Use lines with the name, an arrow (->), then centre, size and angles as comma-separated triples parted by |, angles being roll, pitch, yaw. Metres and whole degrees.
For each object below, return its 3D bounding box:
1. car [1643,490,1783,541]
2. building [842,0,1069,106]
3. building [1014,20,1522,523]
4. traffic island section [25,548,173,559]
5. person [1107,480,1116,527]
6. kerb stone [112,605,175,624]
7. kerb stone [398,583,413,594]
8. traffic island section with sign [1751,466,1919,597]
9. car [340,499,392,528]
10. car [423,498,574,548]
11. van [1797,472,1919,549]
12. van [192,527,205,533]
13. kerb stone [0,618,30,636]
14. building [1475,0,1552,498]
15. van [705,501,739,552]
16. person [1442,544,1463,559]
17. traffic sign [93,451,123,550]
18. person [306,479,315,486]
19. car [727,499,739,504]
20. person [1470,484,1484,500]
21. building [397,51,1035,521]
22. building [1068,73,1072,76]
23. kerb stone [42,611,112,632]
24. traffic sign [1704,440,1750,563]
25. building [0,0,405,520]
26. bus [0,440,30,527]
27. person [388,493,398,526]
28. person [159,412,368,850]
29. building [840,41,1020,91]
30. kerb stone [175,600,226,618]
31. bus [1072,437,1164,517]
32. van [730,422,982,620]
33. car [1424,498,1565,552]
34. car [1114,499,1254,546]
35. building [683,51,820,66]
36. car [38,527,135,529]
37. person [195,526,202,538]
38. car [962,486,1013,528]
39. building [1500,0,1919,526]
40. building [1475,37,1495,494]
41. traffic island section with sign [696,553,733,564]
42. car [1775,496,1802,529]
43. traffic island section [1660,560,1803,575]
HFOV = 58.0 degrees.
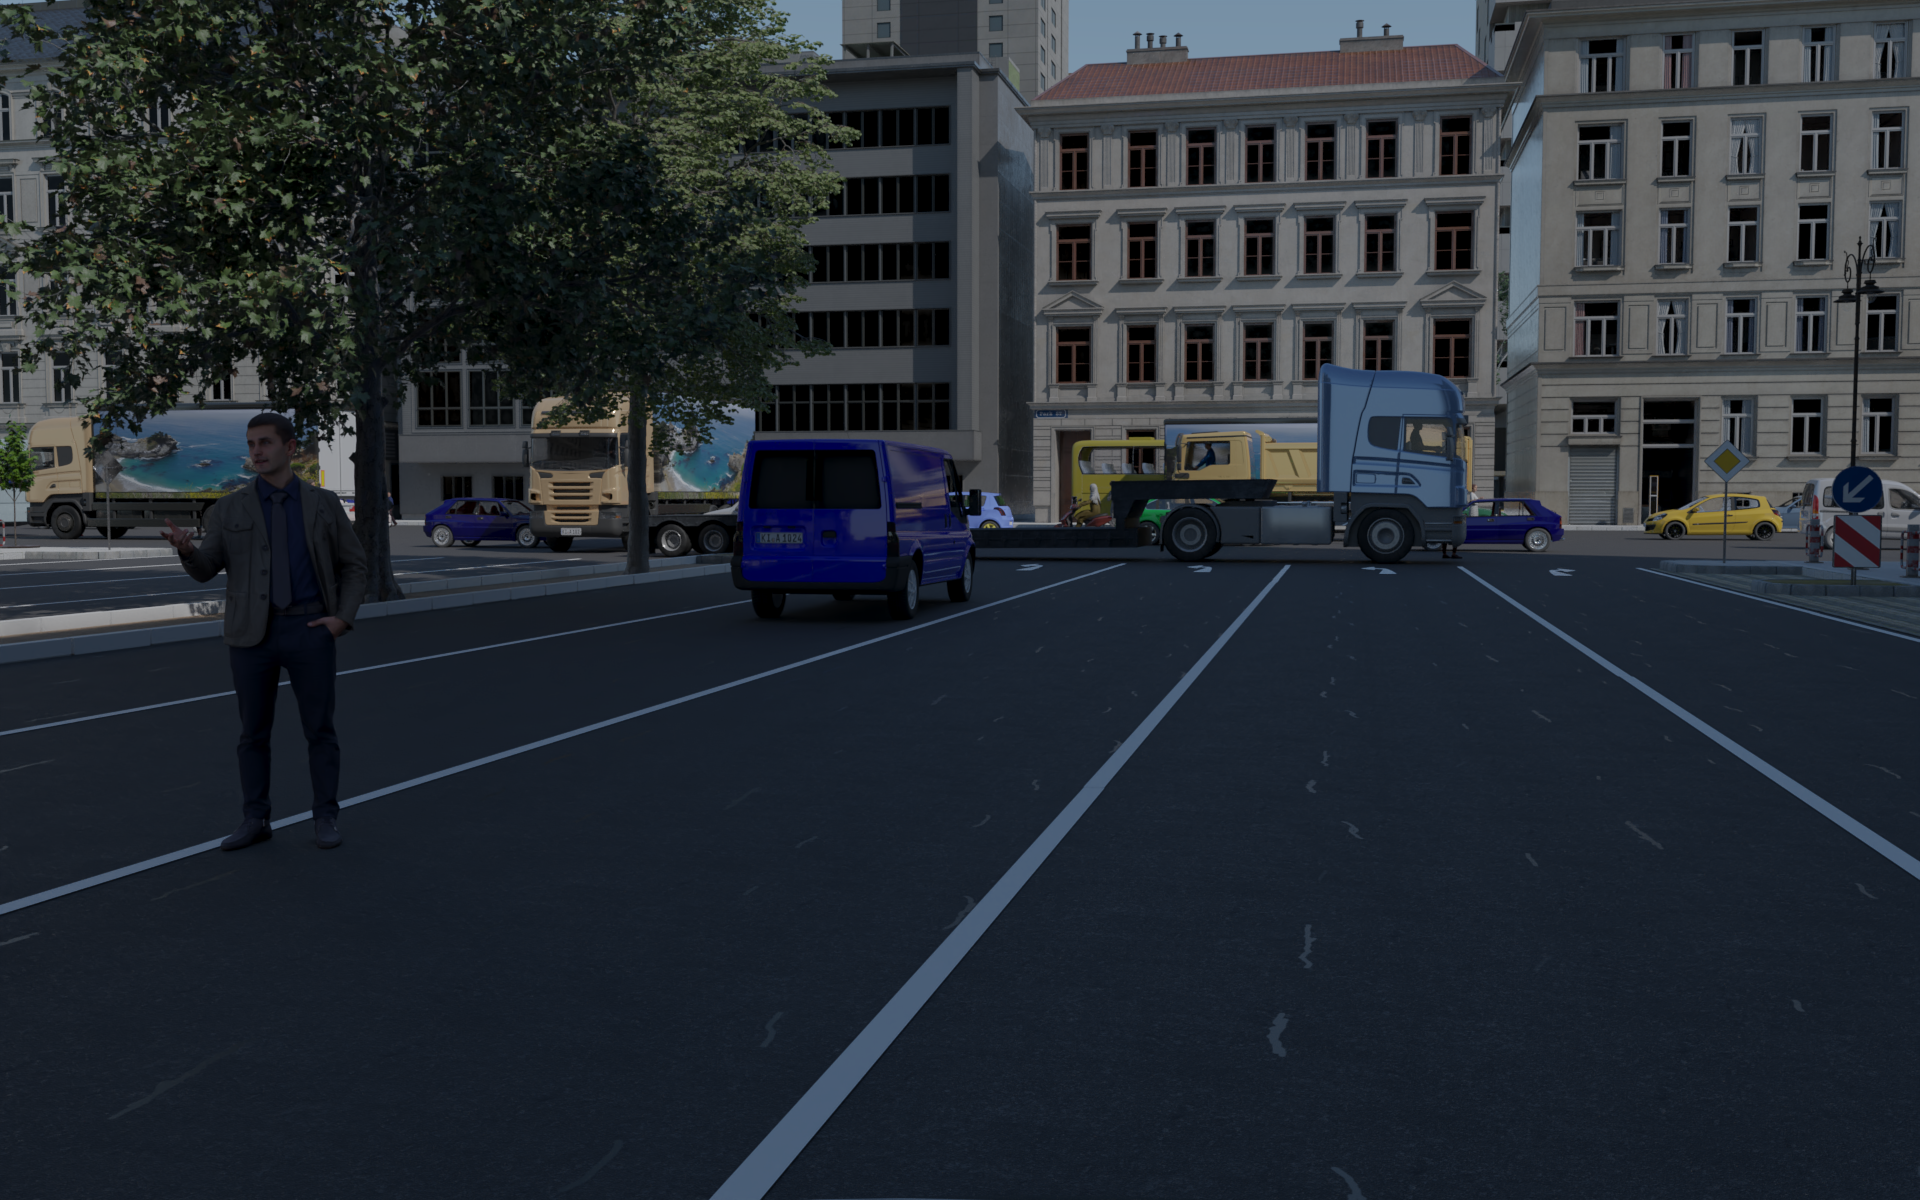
car -> 23.564, -2.694, 54.274 | 3.980, 1.641, 2.015 | 1, 4, 14
building -> 0.145, -45.734, 186.001 | 20.611, 71.187, 20.563 | 1, 4, 13
building -> 13.932, -14.862, 79.157 | 21.152, 22.565, 11.583 | 1, 4, 13
traffic island section -> -19.510, -1.065, 39.688 | 2.009, 0.180, 2.903 | 1, 4, 13
person -> 4.810, -2.727, 52.891 | 0.655, 1.846, 0.447 | 1, 4, 19
kerb stone -> -9.209, 0.174, 19.411 | 0.120, 0.150, 1.000 | 1, 4, 13
kerb stone -> -8.084, -0.130, 24.447 | 0.120, 0.150, 1.000 | 1, 4, 13
traffic island section with sign -> 12.606, -1.001, 25.001 | 1.989, 1.847, 2.006 | 1, 4, 13
car -> -22.734, -3.027, 61.847 | 4.827, 1.381, 2.083 | 1, 4, 13
car -> -12.433, -2.099, 46.893 | 3.894, 1.354, 1.945 | 1, 4, 13
van -> 24.005, -2.312, 44.808 | 4.112, 2.044, 2.013 | 1, 4, 13
van -> -26.813, -3.526, 64.659 | 4.112, 2.044, 2.013 | 1, 4, 13
kerb stone -> -9.665, 0.293, 17.399 | 0.120, 0.150, 1.000 | 1, 4, 13
building -> 58.645, -34.185, 148.160 | 28.713, 52.752, 27.495 | 1, 4, 13
van -> -4.478, -2.152, 42.202 | 4.112, 2.044, 2.013 | 1, 4, 12
person -> 10.928, -1.746, 38.505 | 0.566, 1.644, 0.517 | 2, 4, 24
traffic sign -> -19.486, -2.201, 39.621 | 0.795, 2.450, 0.064 | 1, 4, 13
person -> -18.031, -2.449, 48.340 | 0.447, 1.846, 0.655 | 1, 4, 11
car -> -8.253, -3.719, 73.382 | 3.894, 1.354, 1.945 | 1, 4, 11
person -> 16.668, -2.866, 55.929 | 0.524, 1.755, 0.480 | 2, 4, 26
building -> -11.671, -16.334, 86.127 | 30.058, 24.678, 14.314 | 1, 4, 13
building -> 6.641, -43.169, 247.817 | 28.212, 58.520, 21.231 | 1, 4, 13
kerb stone -> -9.439, 0.232, 18.409 | 0.120, 0.150, 1.000 | 1, 4, 13
traffic sign -> 14.162, -1.737, 32.041 | 0.795, 2.450, 0.064 | 1, 4, 13
building -> -48.068, -19.473, 94.795 | 44.131, 29.872, 17.030 | 1, 4, 13
bus -> -38.349, -3.998, 60.232 | 13.247, 3.499, 2.948 | 1, 4, 13
person -> -25.278, -4.002, 76.624 | 0.600, 1.496, 0.574 | 0, 4, 4
person -> -2.753, 0.131, 6.896 | 0.617, 1.759, 0.750 | 0, 4, -3
building -> -2.760, -29.065, 158.814 | 14.154, 41.232, 14.086 | 1, 4, 13
kerb stone -> -8.988, 0.109, 20.420 | 0.120, 0.150, 1.000 | 1, 4, 13
bus -> 10.640, -4.700, 68.397 | 12.252, 3.916, 2.896 | 1, 4, 14
van -> -1.124, -1.050, 21.545 | 2.240, 2.365, 5.245 | 1, 4, 11
car -> 13.158, -1.903, 43.697 | 3.894, 1.354, 1.945 | 1, 4, 14
car -> 6.726, -2.438, 48.656 | 4.718, 1.807, 1.959 | 1, 4, 14
building -> -25.197, -34.908, 190.357 | 30.456, 49.044, 23.786 | 1, 4, 13
car -> -35.932, -3.632, 71.173 | 4.920, 1.459, 2.131 | 1, 4, 14
person -> -25.032, -2.674, 56.901 | 0.332, 1.250, 0.352 | 0, 4, 4
car -> -0.163, -2.780, 55.050 | 3.694, 1.707, 1.945 | 1, 4, 11
building -> 39.192, -14.770, 74.776 | 30.059, 22.955, 16.112 | 1, 4, 13
building -> 59.958, -44.872, 171.910 | 20.563, 71.187, 20.611 | 1, 4, 13
traffic island section with sign -> -4.267, -1.735, 36.504 | 2.006, 1.907, 1.989 | 1, 4, 13
car -> 31.312, -3.195, 64.245 | 4.499, 1.417, 2.014 | 1, 4, 14
traffic island section -> 14.187, -0.601, 32.113 | 2.009, 0.180, 2.903 | 1, 4, 13
